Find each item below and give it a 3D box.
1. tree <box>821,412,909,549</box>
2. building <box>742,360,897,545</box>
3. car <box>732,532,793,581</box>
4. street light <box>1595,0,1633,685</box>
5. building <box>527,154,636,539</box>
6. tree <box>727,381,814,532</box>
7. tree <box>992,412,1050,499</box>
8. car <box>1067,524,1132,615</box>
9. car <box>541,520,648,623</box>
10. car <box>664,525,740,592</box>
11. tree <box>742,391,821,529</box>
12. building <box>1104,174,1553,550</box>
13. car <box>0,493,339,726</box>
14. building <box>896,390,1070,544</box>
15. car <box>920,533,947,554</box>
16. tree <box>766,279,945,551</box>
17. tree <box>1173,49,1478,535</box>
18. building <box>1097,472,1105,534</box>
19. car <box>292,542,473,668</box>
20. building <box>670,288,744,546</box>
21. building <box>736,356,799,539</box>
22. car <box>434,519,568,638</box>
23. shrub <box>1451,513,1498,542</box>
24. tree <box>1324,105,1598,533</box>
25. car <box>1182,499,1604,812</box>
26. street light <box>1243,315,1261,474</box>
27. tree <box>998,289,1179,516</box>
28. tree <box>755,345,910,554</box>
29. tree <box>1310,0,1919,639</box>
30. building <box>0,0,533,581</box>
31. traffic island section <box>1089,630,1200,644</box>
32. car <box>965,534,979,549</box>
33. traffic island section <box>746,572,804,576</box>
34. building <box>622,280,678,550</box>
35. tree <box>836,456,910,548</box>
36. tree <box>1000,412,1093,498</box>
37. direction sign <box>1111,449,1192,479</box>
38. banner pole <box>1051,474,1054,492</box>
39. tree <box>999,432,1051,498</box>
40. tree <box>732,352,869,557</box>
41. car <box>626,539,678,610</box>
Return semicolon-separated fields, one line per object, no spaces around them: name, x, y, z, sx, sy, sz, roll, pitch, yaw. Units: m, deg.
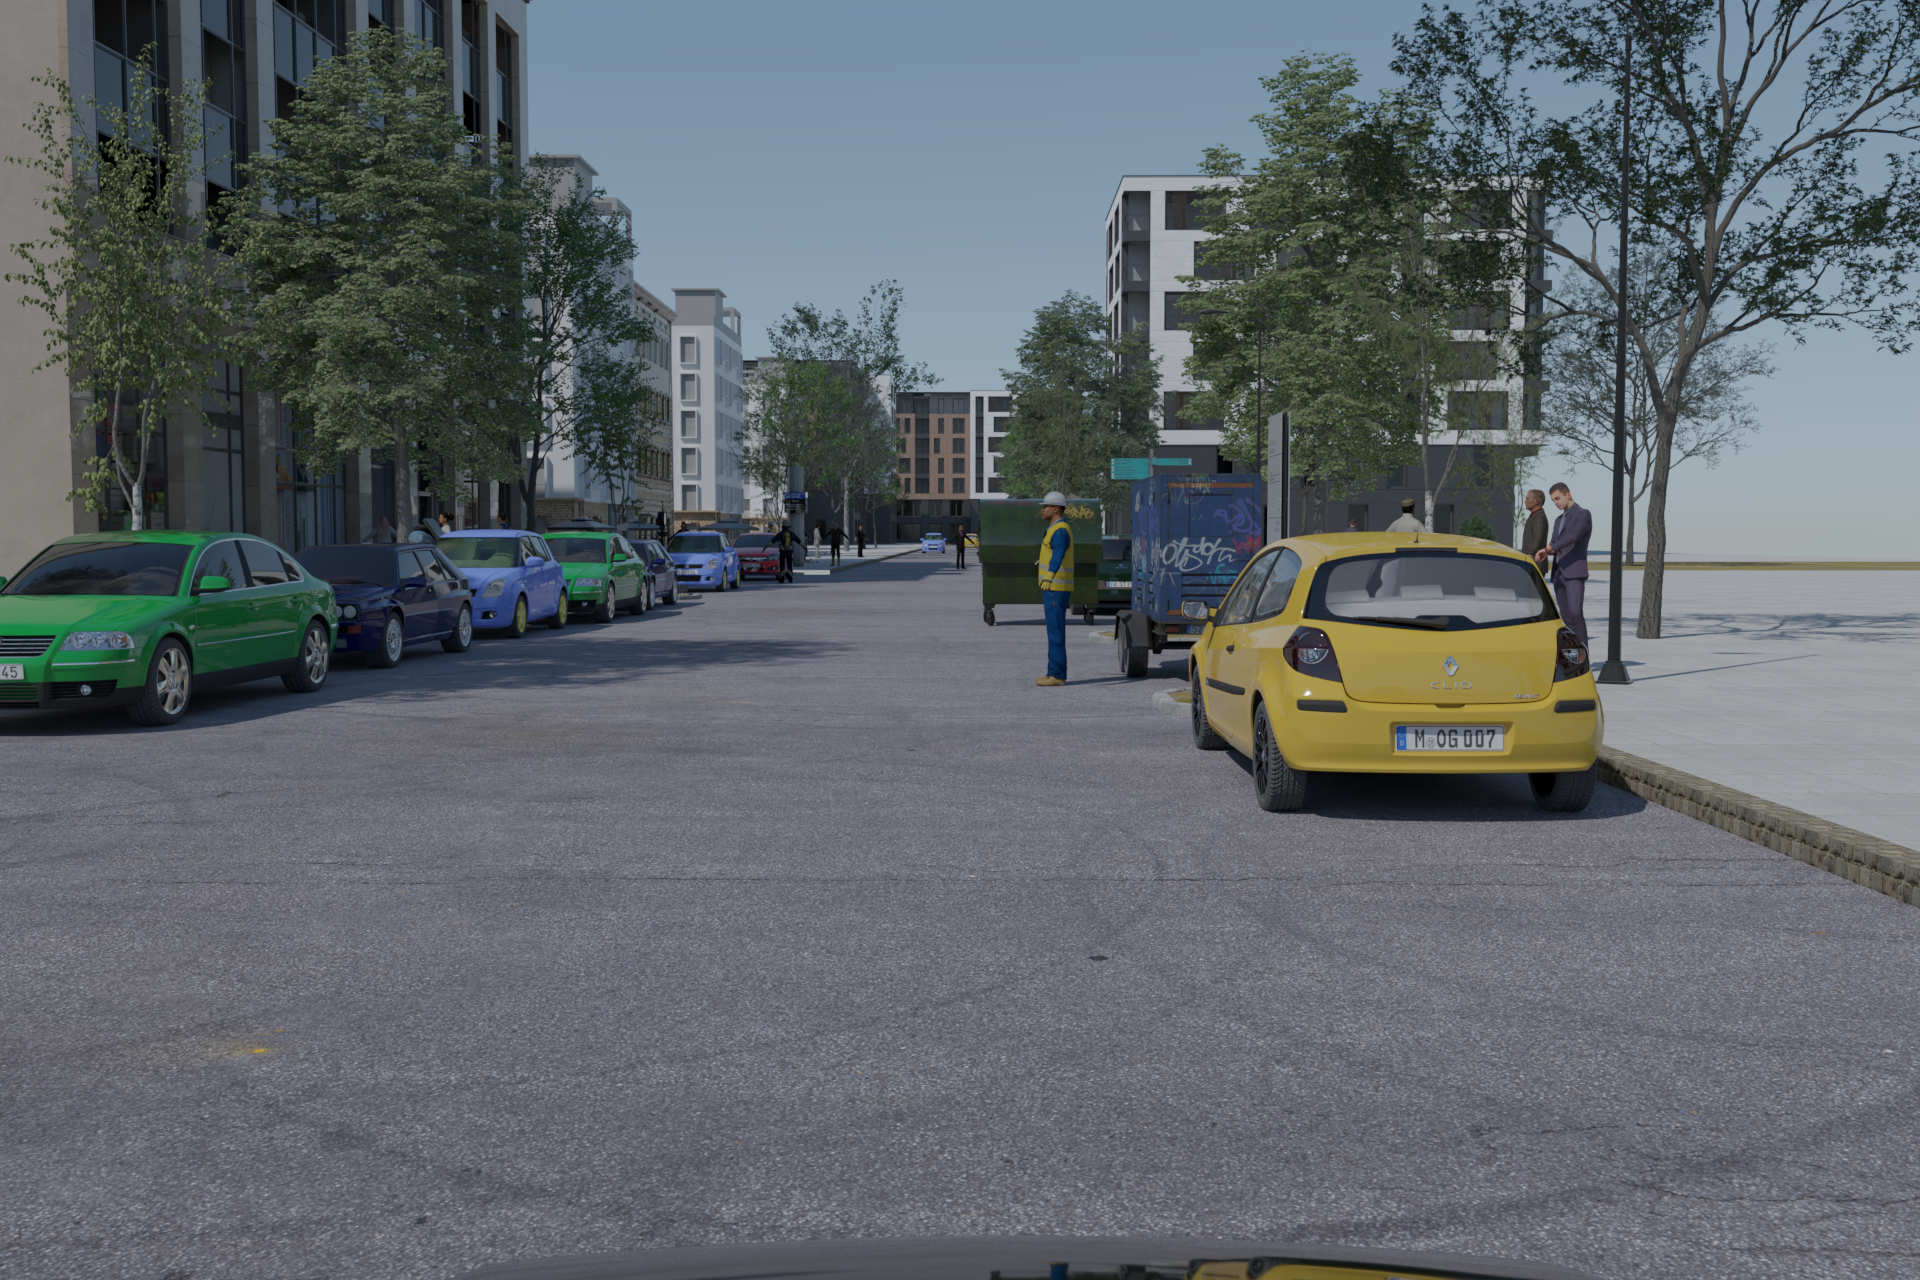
tree;-8.156;-13.469;145.979;9.928;11.665;9.643;0;3;0
building;-22.820;-22.976;219.627;27.936;21.610;32.646;0;4;1
car;-6.321;-2.790;54.657;2.155;1.783;4.494;0;4;0
street light;6.167;-2.579;14.711;1.470;5.913;1.316;0;4;1
building;-24.037;-14.150;87.777;16.016;20.090;11.380;0;4;1
tree;-8.555;-8.092;82.671;4.360;8.622;3.978;0;3;0
tree;7.729;-15.750;164.174;9.857;13.997;8.962;0;3;0
car;2.813;-1.364;32.081;2.009;1.686;4.222;0;3;0
car;-6.485;-1.255;29.310;1.959;1.807;4.718;0;4;0
car;-6.630;-2.103;43.971;1.945;1.707;3.694;0;4;1
tree;-8.712;-8.470;88.847;4.360;8.622;3.978;0;3;0
building;23.406;-16.580;115.065;27.936;21.610;32.646;0;4;1
car;-6.735;-0.339;14.345;1.959;1.807;4.718;0;4;1
building;-0.951;-25.145;257.553;32.646;21.610;27.936;0;4;-1
car;-1.934;-7.226;127.741;1.945;1.707;3.694;0;4;1
tree;-6.938;-16.602;127.337;12.611;20.169;13.585;0;3;0
tree;8.770;-7.549;41.554;7.486;12.596;7.792;0;3;0
building;22.083;-16.448;211.069;9.099;9.664;28.070;0;4;1
car;-6.868;-0.436;19.710;1.945;1.354;3.894;0;4;1
building;-23.660;-17.006;134.464;16.016;20.090;11.380;0;4;2
building;-23.194;-20.133;185.598;16.016;20.090;11.380;0;4;1
car;-6.846;-0.938;24.933;1.945;1.707;3.694;0;4;1
shrub;19.225;-3.714;64.763;1.661;2.075;1.752;0;3;0
tree;8.018;-4.882;30.191;4.360;8.622;3.978;0;3;0
car;2.402;-0.009;10.364;2.015;1.641;3.980;0;4;0
street light;6.719;-3.870;35.814;1.470;5.913;1.316;0;4;1
tree;6.552;-11.198;89.749;9.857;13.997;8.962;0;3;0
tree;-8.075;-12.314;111.708;12.009;13.543;11.850;0;3;0
tree;8.327;-5.273;20.625;8.767;10.594;7.601;1;4;18
building;-29.056;-17.541;53.018;22.709;31.103;35.509;0;4;1
traffic island section;2.743;-0.028;23.321;1.991;0.108;1.994;0;4;1
car;0.985;-9.248;161.432;2.015;1.641;3.980;0;4;0
traffic island section;-6.475;-2.298;60.438;1.991;0.108;1.994;0;4;1
building;-29.116;-17.091;110.369;19.493;23.208;18.063;0;3;0
tree;-8.224;-13.928;162.134;7.601;10.594;8.767;0;4;-2
tree;7.008;-12.935;137.237;9.928;11.665;9.643;0;3;0
direction sign;5.998;-3.981;53.858;2.525;3.948;1.411;0;4;0
banner pole;3.815;-4.980;71.440;0.401;3.779;0.863;0;4;0
tree;7.220;-13.673;149.316;9.928;11.665;9.643;0;3;0
tree;-9.002;-10.539;98.075;9.928;11.665;9.643;0;3;0
car;-6.630;-1.299;33.826;1.945;1.354;3.894;0;4;0
